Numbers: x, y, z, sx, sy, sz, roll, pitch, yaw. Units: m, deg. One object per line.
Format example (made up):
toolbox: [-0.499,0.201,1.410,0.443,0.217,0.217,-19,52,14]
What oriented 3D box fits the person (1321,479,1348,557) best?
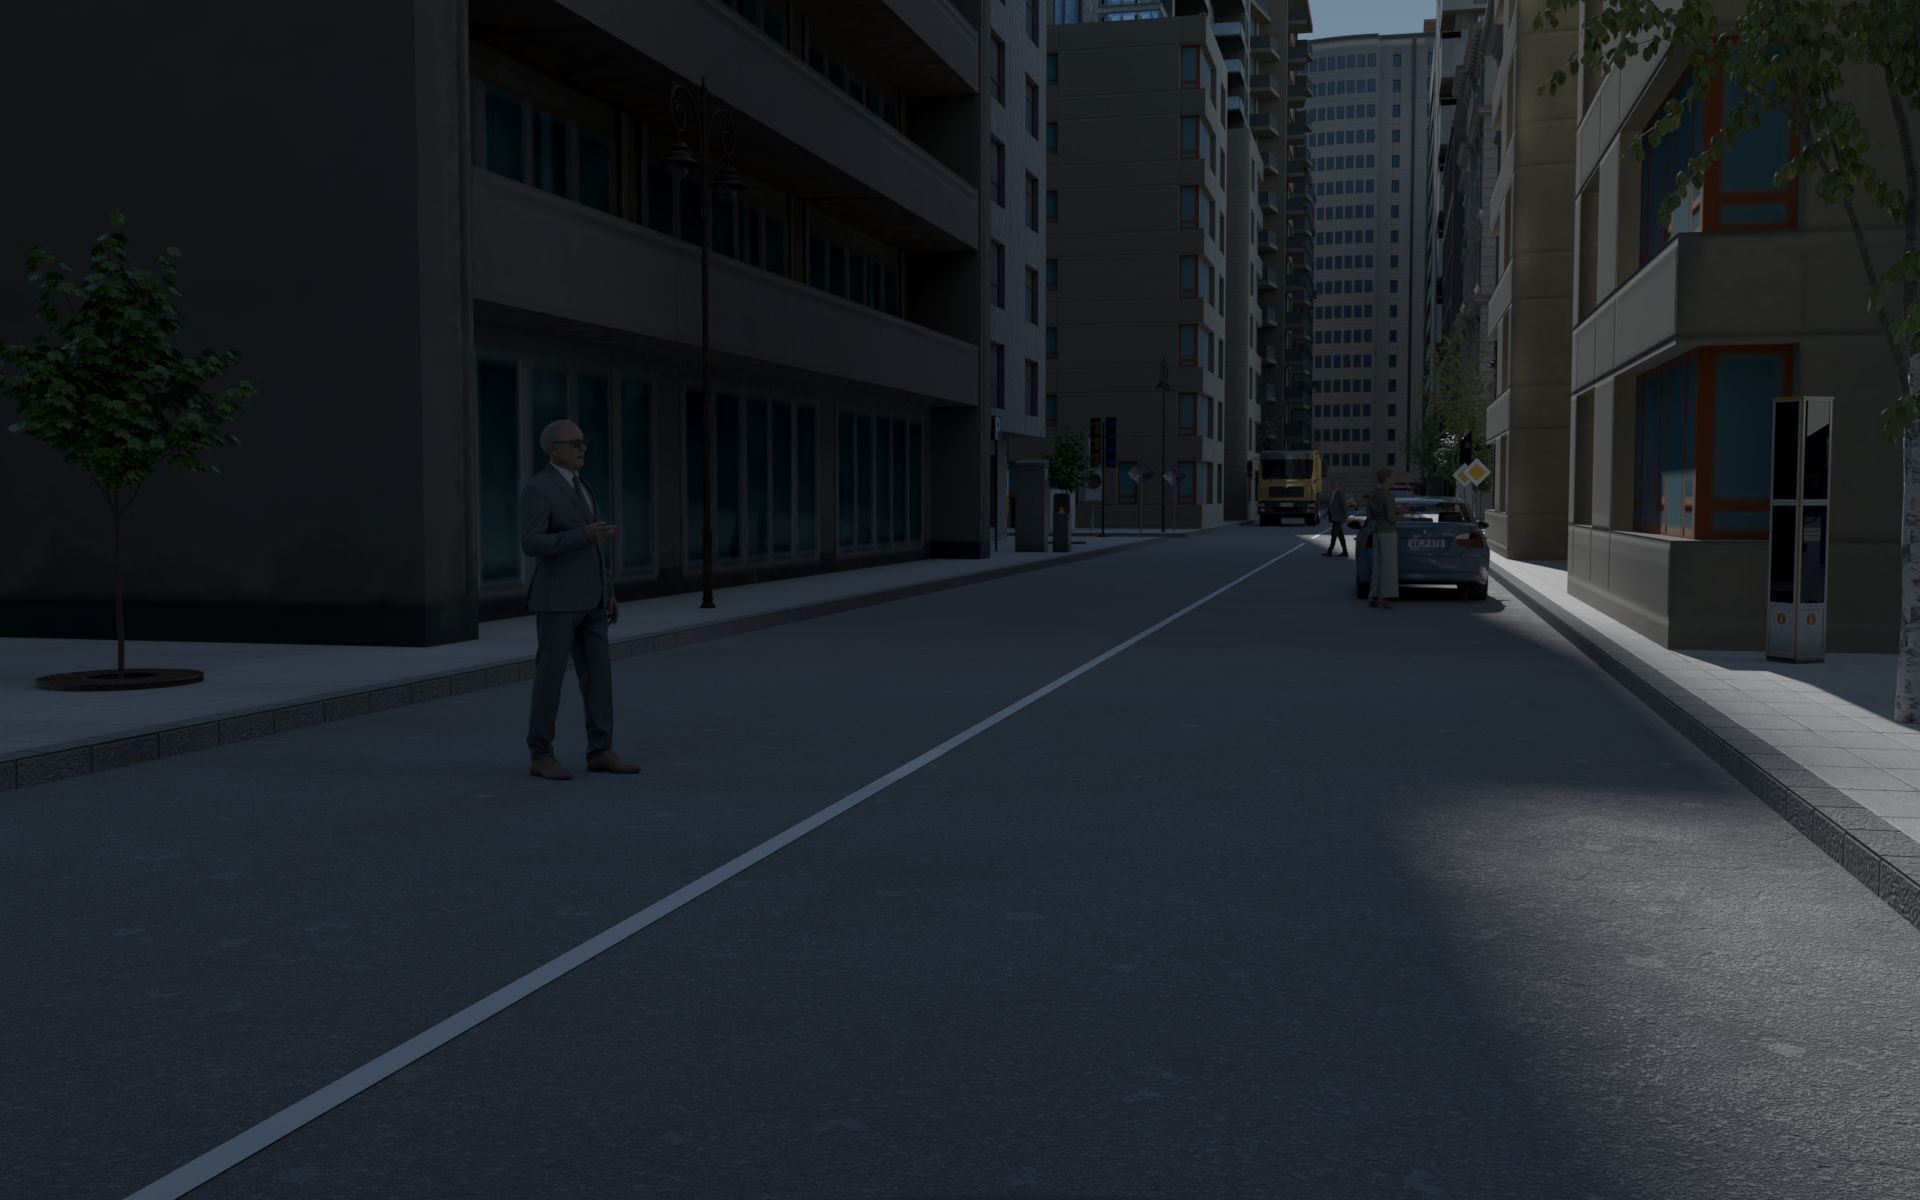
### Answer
person: [8.527,-1.871,39.488,0.834,1.777,0.661,-2,4,-24]

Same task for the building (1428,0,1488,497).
building: [55.135,-34.302,150.077,28.713,52.752,27.495,1,4,14]

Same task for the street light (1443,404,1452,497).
street light: [24.261,-6.931,86.107,0.468,5.910,1.993,1,4,14]

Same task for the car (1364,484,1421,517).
car: [17.567,-3.772,70.353,2.281,1.827,5.304,1,4,12]

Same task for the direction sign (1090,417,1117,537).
direction sign: [4.248,-3.634,51.406,0.876,3.537,0.379,2,4,35]

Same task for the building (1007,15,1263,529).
building: [-1.083,-14.377,80.108,27.650,21.520,28.899,1,4,14]

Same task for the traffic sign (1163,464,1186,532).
traffic sign: [7.191,-3.330,58.083,0.795,2.450,0.064,1,4,14]

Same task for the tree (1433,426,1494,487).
tree: [23.406,-5.854,79.431,4.285,4.588,4.351,0,3,0]

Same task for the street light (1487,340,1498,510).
street light: [14.703,-4.572,47.537,0.468,5.910,1.993,1,4,14]

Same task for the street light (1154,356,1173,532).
street light: [6.862,-5.233,58.344,0.468,5.910,1.993,1,4,14]

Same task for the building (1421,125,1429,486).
building: [58.999,-31.172,193.264,14.154,41.232,14.086,1,4,14]

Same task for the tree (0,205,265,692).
tree: [-5.558,-1.045,11.687,1.663,3.219,1.824,0,3,0]

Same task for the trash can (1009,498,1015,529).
trash can: [2.184,-3.199,63.955,0.748,1.137,0.748,0,3,0]

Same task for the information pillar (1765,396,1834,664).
information pillar: [6.382,-0.531,13.173,0.304,2.012,0.304,-1,4,-19]

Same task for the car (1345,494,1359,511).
car: [33.887,-8.635,151.403,2.015,1.641,3.980,1,4,15]

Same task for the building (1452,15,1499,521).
building: [33.579,-18.635,92.064,14.401,28.519,23.554,1,4,14]

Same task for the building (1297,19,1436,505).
building: [51.158,-41.506,220.614,28.212,58.520,21.231,1,4,14]

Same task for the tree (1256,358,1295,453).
tree: [15.565,-8.770,93.747,4.360,8.622,3.978,0,3,0]

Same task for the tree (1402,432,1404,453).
tree: [21.730,-7.604,74.684,4.737,8.622,4.395,0,3,0]

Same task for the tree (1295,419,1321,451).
tree: [32.379,-13.151,165.378,4.360,8.622,3.978,0,3,0]

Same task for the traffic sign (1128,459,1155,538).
traffic sign: [5.262,-2.856,50.334,0.795,2.450,0.064,1,4,14]

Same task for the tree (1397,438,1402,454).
tree: [35.872,-11.160,132.833,4.737,8.622,4.395,0,3,0]

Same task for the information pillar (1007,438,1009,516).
information pillar: [1.498,-4.193,59.906,0.183,3.616,0.504,3,5,39]

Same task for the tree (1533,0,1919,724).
tree: [5.108,-3.616,9.482,4.737,8.622,4.395,0,3,0]

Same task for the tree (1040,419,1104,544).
tree: [2.901,-3.072,44.832,1.663,3.219,1.824,0,3,0]

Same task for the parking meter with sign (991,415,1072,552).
parking meter with sign: [1.596,-2.574,38.343,1.738,3.016,0.543,1,4,17]

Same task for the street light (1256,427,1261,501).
street light: [17.141,-7.765,99.738,0.468,5.910,1.993,1,4,14]

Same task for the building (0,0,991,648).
building: [-12.261,-24.588,25.715,21.300,48.544,21.600,1,4,14]

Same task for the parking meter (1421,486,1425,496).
parking meter: [33.143,-7.234,123.985,0.255,1.863,0.399,0,4,8]

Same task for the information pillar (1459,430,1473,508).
information pillar: [18.631,-4.430,63.791,0.183,3.616,0.504,-3,5,-40]

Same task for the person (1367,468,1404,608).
person: [5.350,-0.773,21.696,0.362,1.759,0.519,-1,4,-21]

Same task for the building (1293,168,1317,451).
building: [27.155,-30.612,192.393,23.993,40.220,32.217,1,4,14]

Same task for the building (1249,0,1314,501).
building: [18.238,-30.117,147.041,22.147,44.769,28.867,1,4,14]

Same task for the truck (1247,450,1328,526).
truck: [15.103,-5.091,79.156,3.469,3.379,9.791,1,4,13]

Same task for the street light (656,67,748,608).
street light: [-2.840,-2.847,19.334,0.468,5.910,1.993,1,4,14]

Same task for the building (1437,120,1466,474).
building: [39.568,-19.667,115.063,14.314,27.812,24.014,1,4,14]

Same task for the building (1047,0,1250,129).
building: [9.039,-49.050,114.644,22.319,86.520,31.000,1,4,14]

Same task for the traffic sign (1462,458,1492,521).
traffic sign: [14.326,-2.717,48.066,0.795,2.450,0.064,1,4,14]

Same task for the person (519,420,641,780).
person: [-1.902,-0.003,8.731,0.590,1.801,0.661,1,4,21]

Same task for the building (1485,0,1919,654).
building: [22.733,-10.963,24.289,27.650,21.520,28.899,1,4,14]

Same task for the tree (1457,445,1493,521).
tree: [20.703,-4.525,68.593,1.663,3.219,1.824,0,3,0]

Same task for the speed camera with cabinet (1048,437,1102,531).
speed camera with cabinet: [3.919,-4.019,60.039,2.038,3.252,0.660,-1,4,-22]

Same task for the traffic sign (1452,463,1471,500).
traffic sign: [16.254,-3.191,55.816,0.795,2.450,0.064,1,4,14]

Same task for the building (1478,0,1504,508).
building: [28.546,-13.570,58.027,21.152,22.565,11.583,1,4,14]

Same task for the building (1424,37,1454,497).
building: [58.363,-33.707,174.819,21.300,48.544,21.600,1,4,14]

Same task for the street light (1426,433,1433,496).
street light: [34.655,-9.486,127.888,0.468,5.910,1.993,1,4,14]

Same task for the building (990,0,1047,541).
building: [-5.231,-16.794,46.288,14.107,30.474,14.160,1,4,14]

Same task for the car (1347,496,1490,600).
car: [6.564,-0.783,24.804,2.014,1.417,4.499,1,4,13]
